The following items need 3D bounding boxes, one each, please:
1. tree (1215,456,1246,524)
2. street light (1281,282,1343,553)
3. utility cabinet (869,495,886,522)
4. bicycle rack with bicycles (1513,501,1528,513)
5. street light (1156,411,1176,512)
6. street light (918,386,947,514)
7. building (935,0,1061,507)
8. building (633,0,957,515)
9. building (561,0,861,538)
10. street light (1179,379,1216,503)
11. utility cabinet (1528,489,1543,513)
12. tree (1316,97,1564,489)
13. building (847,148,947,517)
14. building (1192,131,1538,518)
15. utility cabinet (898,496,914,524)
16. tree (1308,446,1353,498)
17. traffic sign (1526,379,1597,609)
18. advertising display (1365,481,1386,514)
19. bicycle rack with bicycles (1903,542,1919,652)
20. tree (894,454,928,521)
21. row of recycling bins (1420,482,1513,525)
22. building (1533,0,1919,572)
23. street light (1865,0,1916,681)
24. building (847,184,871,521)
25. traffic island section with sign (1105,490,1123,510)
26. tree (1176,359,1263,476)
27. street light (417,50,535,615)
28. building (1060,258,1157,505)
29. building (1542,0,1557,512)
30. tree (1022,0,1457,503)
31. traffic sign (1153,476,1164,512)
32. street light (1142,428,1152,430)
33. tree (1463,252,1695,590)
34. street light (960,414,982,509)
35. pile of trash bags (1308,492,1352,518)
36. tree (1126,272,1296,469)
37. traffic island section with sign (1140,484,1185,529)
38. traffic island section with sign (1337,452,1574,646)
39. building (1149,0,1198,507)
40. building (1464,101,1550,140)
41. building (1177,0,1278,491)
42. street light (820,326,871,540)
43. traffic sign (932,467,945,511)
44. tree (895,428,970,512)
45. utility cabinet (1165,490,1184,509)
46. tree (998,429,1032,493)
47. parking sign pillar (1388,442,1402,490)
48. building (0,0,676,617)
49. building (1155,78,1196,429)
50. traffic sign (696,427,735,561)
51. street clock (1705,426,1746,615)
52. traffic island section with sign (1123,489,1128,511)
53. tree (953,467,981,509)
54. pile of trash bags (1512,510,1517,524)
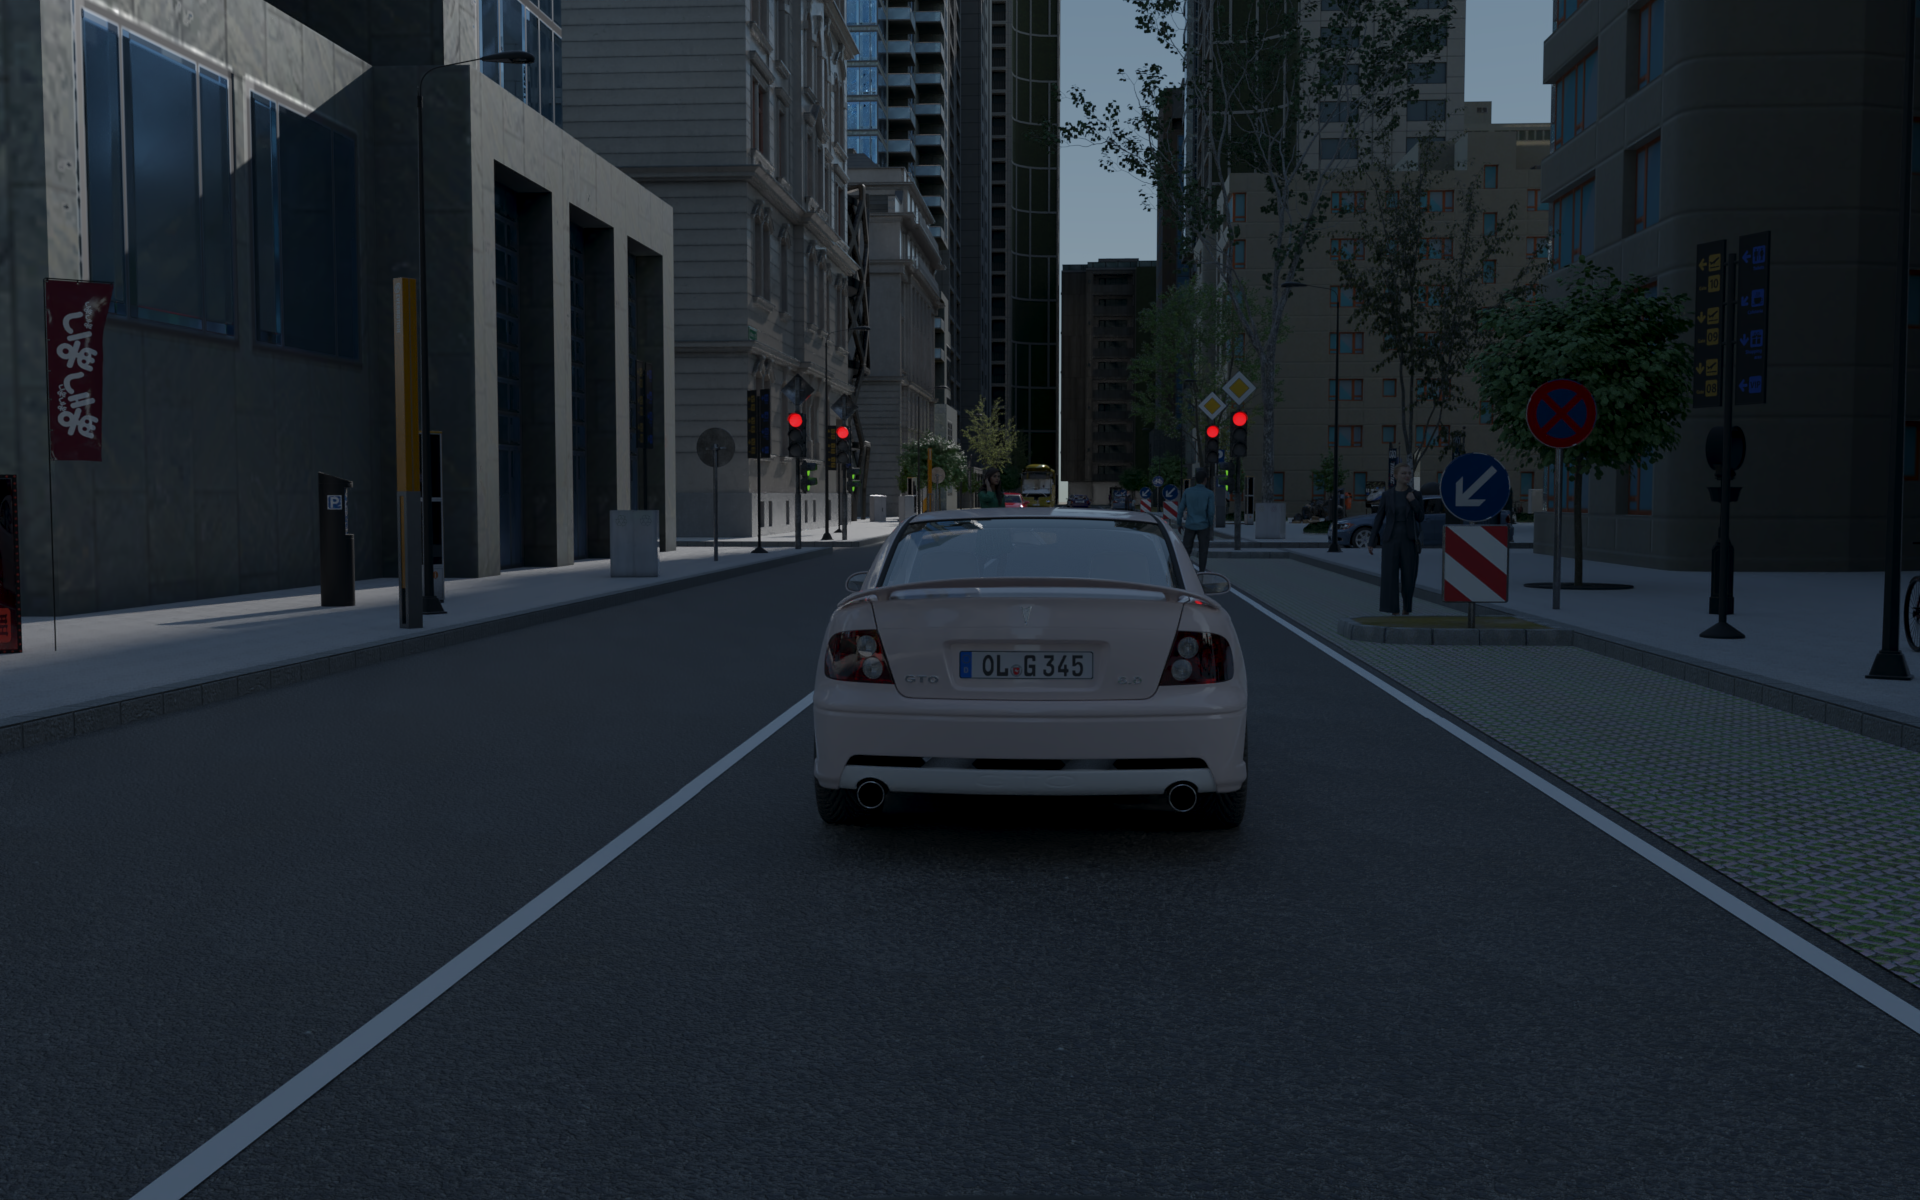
[{"bbox_3d":[11.747,-4.837,73.680,1.663,3.219,1.824,0,3,0],"label":"tree"},{"bbox_3d":[7.721,-4.006,38.041,1.470,5.913,1.316,0,4,4],"label":"street light"},{"bbox_3d":[-3.834,-4.270,80.971,0.306,1.237,1.020,2,4,30],"label":"utility cabinet"},{"bbox_3d":[28.183,-4.667,89.686,2.852,0.926,2.925,2,4,35],"label":"bicycle rack with bicycles"},{"bbox_3d":[11.753,-7.558,96.117,1.470,5.913,1.316,0,4,4],"label":"street light"},{"bbox_3d":[-1.237,-6.240,74.569,1.470,5.913,1.316,0,4,4],"label":"street light"},{"bbox_3d":[2.162,-47.661,217.511,20.611,71.187,20.563,0,4,4],"label":"building"},{"bbox_3d":[-11.027,-50.465,137.778,22.319,86.520,31.000,0,4,4],"label":"building"},{"bbox_3d":[-11.558,-16.774,61.649,14.401,28.519,23.554,0,4,4],"label":"building"},{"bbox_3d":[9.736,-5.963,70.033,1.470,5.913,1.316,0,4,4],"label":"street light"},{"bbox_3d":[26.616,-4.319,79.289,1.173,1.500,0.318,-1,4,-15],"label":"utility cabinet"},{"bbox_3d":[8.703,-5.024,32.503,4.360,8.622,3.978,0,3,0],"label":"tree"},{"bbox_3d":[-8.384,-16.287,108.098,13.314,21.916,24.055,0,4,4],"label":"building"},{"bbox_3d":[29.273,-16.024,107.030,27.650,21.520,28.899,0,4,4],"label":"building"},{"bbox_3d":[-2.204,-3.664,71.062,0.306,1.237,1.020,1,4,21],"label":"utility cabinet"},{"bbox_3d":[14.895,-4.628,70.267,1.663,3.219,1.824,0,3,0],"label":"tree"},{"bbox_3d":[6.645,-1.169,19.223,0.768,2.556,0.104,0,4,4],"label":"traffic sign"},{"bbox_3d":[20.755,-4.974,86.539,0.974,1.923,0.123,1,4,20],"label":"advertising display"},{"bbox_3d":[8.424,0.046,12.627,2.852,0.926,2.925,1,4,18],"label":"bicycle rack with bicycles"},{"bbox_3d":[-2.508,-5.386,82.662,1.663,3.219,1.824,0,3,0],"label":"tree"},{"bbox_3d":[17.470,-3.229,59.915,3.534,1.692,1.069,-1,4,-18],"label":"row of recycling bins"},{"bbox_3d":[25.230,-10.797,21.565,27.650,21.520,28.899,0,4,4],"label":"building"},{"bbox_3d":[5.942,-2.410,11.941,1.470,5.913,1.316,0,4,4],"label":"street light"},{"bbox_3d":[-12.877,-13.150,82.462,16.820,18.784,16.811,0,4,4],"label":"building"},{"bbox_3d":[15.790,-10.245,176.138,1.989,1.847,2.006,0,4,4],"label":"traffic island section with sign"},{"bbox_3d":[13.368,-8.571,90.501,4.737,8.622,4.395,0,3,0],"label":"tree"},{"bbox_3d":[-5.149,-2.801,18.336,1.470,5.913,1.316,0,4,4],"label":"street light"},{"bbox_3d":[19.447,-27.122,215.139,14.107,30.474,14.160,0,4,4],"label":"building"},{"bbox_3d":[35.552,-26.798,57.751,30.456,49.044,23.786,0,4,4],"label":"building"},{"bbox_3d":[8.904,-12.264,56.404,12.611,20.169,13.585,0,3,0],"label":"tree"},{"bbox_3d":[13.908,-7.432,121.626,0.768,2.556,0.104,1,4,10],"label":"traffic sign"},{"bbox_3d":[13.578,-9.165,122.395,1.470,5.913,1.316,0,4,4],"label":"street light"},{"bbox_3d":[8.588,-2.449,23.753,4.285,4.588,4.351,0,3,0],"label":"tree"},{"bbox_3d":[0.596,-7.836,100.665,1.470,5.913,1.316,0,4,4],"label":"street light"},{"bbox_3d":[19.791,-5.032,92.029,1.912,1.369,3.447,3,5,44],"label":"pile of trash bags"},{"bbox_3d":[11.381,-9.437,80.053,9.928,11.665,9.643,0,3,0],"label":"tree"},{"bbox_3d":[8.618,-3.887,72.183,1.989,1.847,2.006,0,4,4],"label":"traffic island section with sign"},{"bbox_3d":[4.835,-0.526,17.227,1.989,1.847,2.006,0,4,4],"label":"traffic island section with sign"},{"bbox_3d":[29.930,-52.029,163.350,22.319,86.520,31.000,0,4,4],"label":"building"},{"bbox_3d":[50.443,-29.703,177.530,23.993,40.220,32.217,0,4,4],"label":"building"},{"bbox_3d":[27.680,-42.807,138.154,20.563,71.187,20.611,0,4,4],"label":"building"},{"bbox_3d":[-3.170,-4.621,48.096,1.470,5.913,1.316,0,4,4],"label":"street light"},{"bbox_3d":[-1.082,-5.004,81.924,0.768,2.556,0.104,1,4,12],"label":"traffic sign"},{"bbox_3d":[-1.521,-6.272,86.267,4.285,4.588,4.351,0,3,0],"label":"tree"},{"bbox_3d":[13.263,-6.012,106.975,1.173,1.500,0.318,-2,4,-25],"label":"utility cabinet"},{"bbox_3d":[6.179,-14.797,192.294,4.737,8.622,4.395,0,3,0],"label":"tree"},{"bbox_3d":[22.792,-6.253,90.703,1.447,3.967,1.447,2,4,26],"label":"parking sign pillar"},{"bbox_3d":[-22.676,-43.669,26.661,31.000,86.520,22.319,0,4,4],"label":"building"},{"bbox_3d":[28.472,-32.857,187.319,14.600,45.320,14.200,0,4,4],"label":"building"},{"bbox_3d":[-4.669,-2.016,33.069,0.768,2.556,0.104,1,4,10],"label":"traffic sign"},{"bbox_3d":[8.129,-0.848,18.428,0.471,2.002,0.358,-3,5,-41],"label":"street clock"},{"bbox_3d":[10.497,-5.542,99.240,1.989,1.847,2.006,0,4,4],"label":"traffic island section with sign"},{"bbox_3d":[0.134,-7.565,118.290,1.663,3.219,1.824,0,3,0],"label":"tree"},{"bbox_3d":[21.925,-3.937,74.124,3.447,1.369,1.912,0,4,-4],"label":"pile of trash bags"}]
